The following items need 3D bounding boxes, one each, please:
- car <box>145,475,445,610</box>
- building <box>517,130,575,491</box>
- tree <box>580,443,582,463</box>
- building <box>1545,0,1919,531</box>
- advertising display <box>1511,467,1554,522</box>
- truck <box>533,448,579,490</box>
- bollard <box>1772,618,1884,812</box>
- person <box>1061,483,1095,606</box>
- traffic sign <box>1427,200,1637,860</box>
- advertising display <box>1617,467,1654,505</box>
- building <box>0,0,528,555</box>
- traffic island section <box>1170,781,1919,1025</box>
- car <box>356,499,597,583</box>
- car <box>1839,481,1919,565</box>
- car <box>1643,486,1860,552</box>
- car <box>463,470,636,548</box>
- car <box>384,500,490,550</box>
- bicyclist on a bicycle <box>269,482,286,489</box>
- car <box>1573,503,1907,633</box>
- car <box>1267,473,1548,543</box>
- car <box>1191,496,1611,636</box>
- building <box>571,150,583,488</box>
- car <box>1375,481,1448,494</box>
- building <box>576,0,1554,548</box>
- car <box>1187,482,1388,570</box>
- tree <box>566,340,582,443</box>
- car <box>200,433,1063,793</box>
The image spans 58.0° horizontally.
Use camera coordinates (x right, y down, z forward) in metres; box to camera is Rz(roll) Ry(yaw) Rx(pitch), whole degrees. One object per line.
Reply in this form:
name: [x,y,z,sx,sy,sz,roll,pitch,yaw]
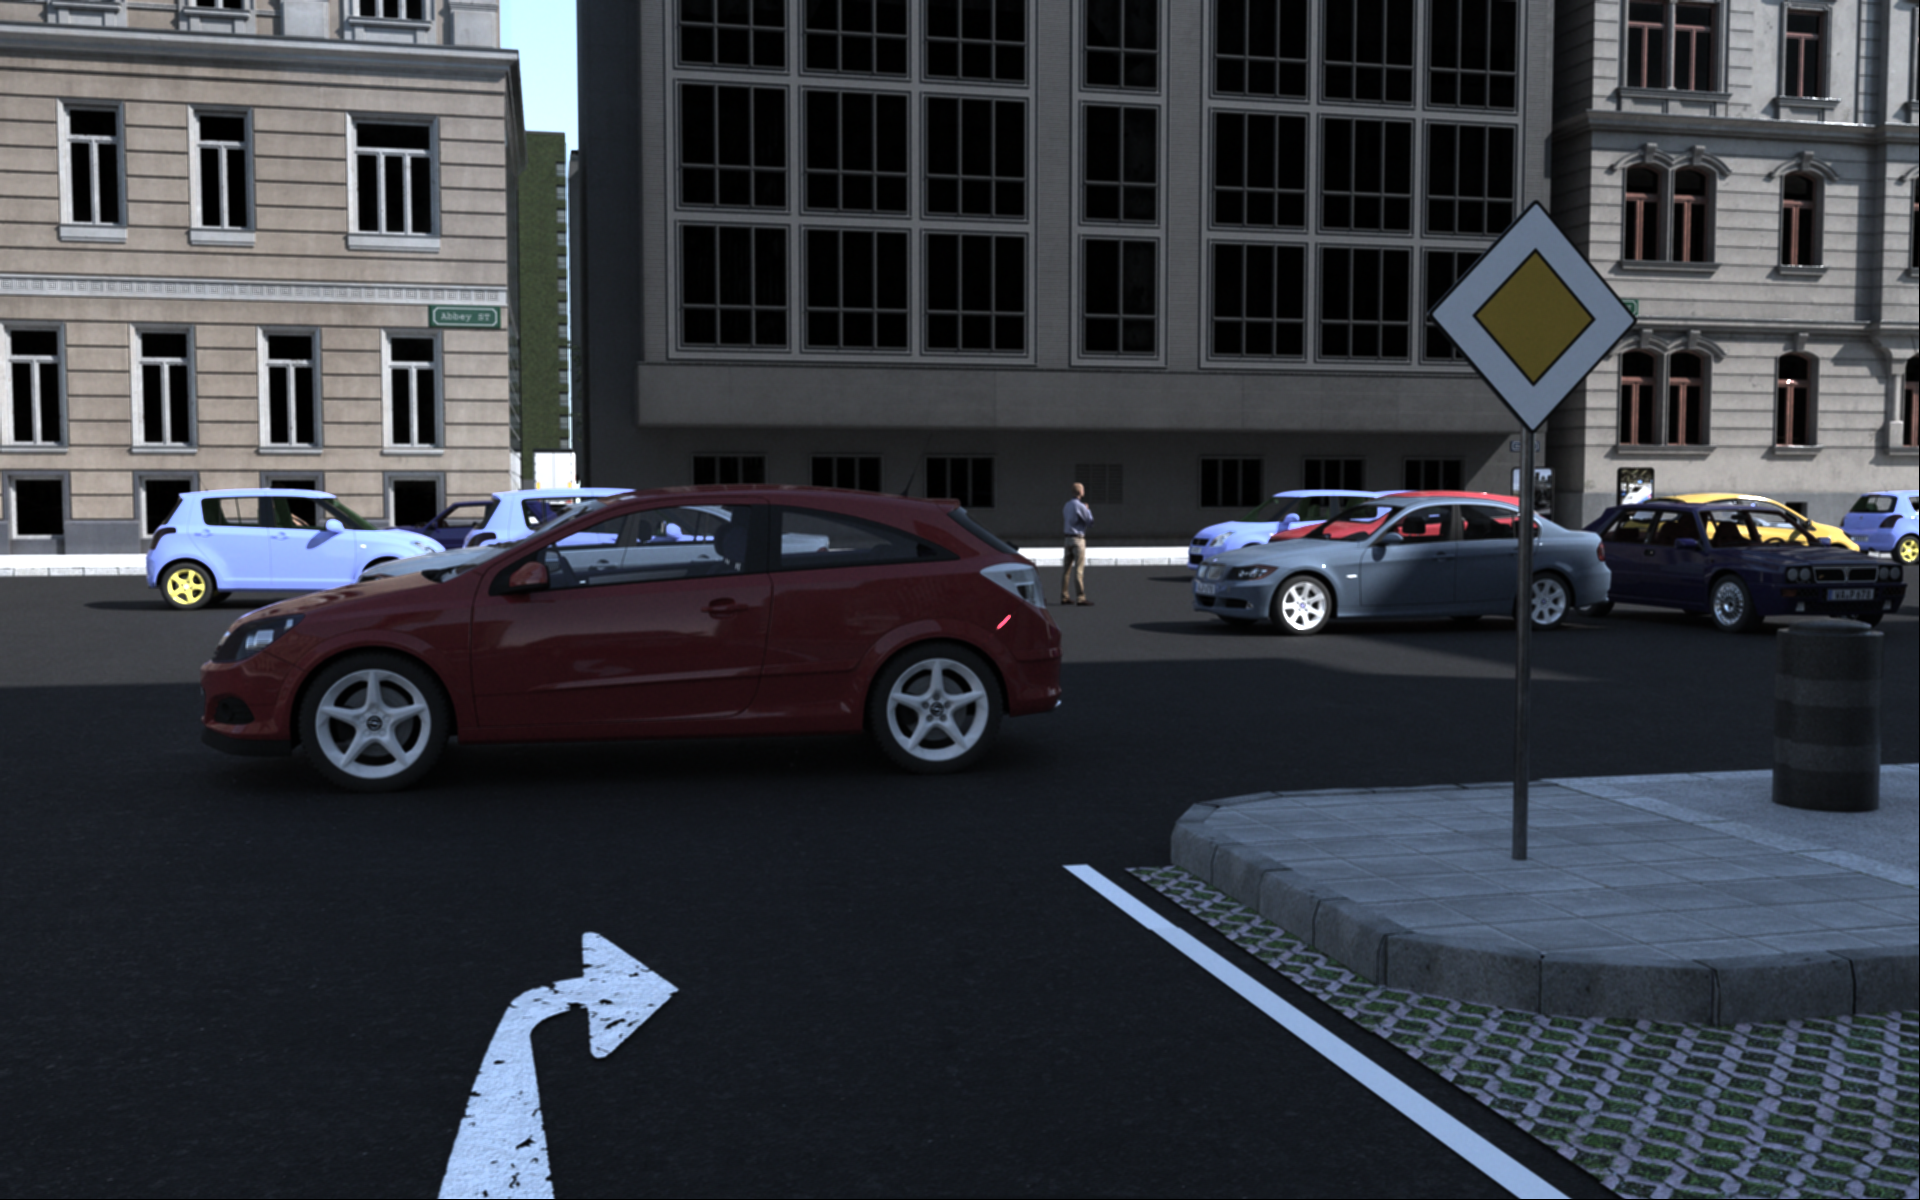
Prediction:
car: [-8.457,-0.780,22.352,3.694,1.707,1.945,-1,4,-13]
building: [-51.683,-31.406,197.080,14.086,41.232,14.154,-1,4,-13]
tree: [-31.727,-14.562,160.141,6.751,12.117,7.091,0,3,0]
building: [25.182,-16.161,51.621,23.554,28.519,14.401,-1,4,-13]
advertising display: [13.663,-2.212,41.373,0.974,1.923,0.123,2,4,30]
truck: [-26.176,-7.540,112.189,2.839,4.237,11.283,-1,4,-12]
bollard: [3.583,0.463,7.152,0.404,0.777,0.398,0,3,0]
person: [1.504,-0.721,22.354,0.319,1.574,0.516,-2,4,-30]
traffic sign: [1.965,-0.146,6.027,0.795,2.450,0.064,-1,4,-13]
advertising display: [16.434,-2.260,42.166,0.974,1.923,0.123,-1,4,-16]
building: [-20.782,-15.634,41.512,20.117,28.700,13.634,-1,4,-13]
traffic island section: [1.986,0.989,6.109,2.009,0.180,2.903,-1,4,-13]
car: [-3.421,-0.273,16.469,4.499,1.417,2.014,-1,4,-12]
car: [20.223,-1.614,35.980,3.694,1.707,1.945,-1,4,-13]
car: [12.961,-1.137,28.812,3.980,1.641,2.015,-1,4,-14]
car: [-3.746,-0.605,19.486,3.694,1.707,1.945,-1,4,-13]
car: [-8.639,-1.100,30.572,3.894,1.354,1.945,-1,4,-12]
bicyclist on a bicycle: [-10.734,-1.064,27.422,1.625,1.676,1.499,-1,4,-12]
car: [8.441,-0.405,19.199,1.945,1.354,3.894,-1,4,-14]
car: [6.725,-1.045,26.120,4.494,1.783,2.155,-1,4,-14]
car: [4.704,-0.405,18.618,4.499,1.417,2.014,-1,4,-14]
building: [-38.042,-31.621,200.599,14.086,41.232,14.154,-1,4,-13]
car: [8.516,-1.521,34.458,3.694,1.707,1.945,-1,4,-14]
building: [2.076,-15.444,46.011,24.014,27.812,14.314,-1,4,-13]
car: [5.654,-1.182,28.917,3.694,1.707,1.945,-1,4,-11]
tree: [-17.635,-11.713,98.163,9.857,13.997,8.962,0,3,0]
car: [-1.699,-0.019,9.343,4.494,1.783,2.155,-1,4,-11]
